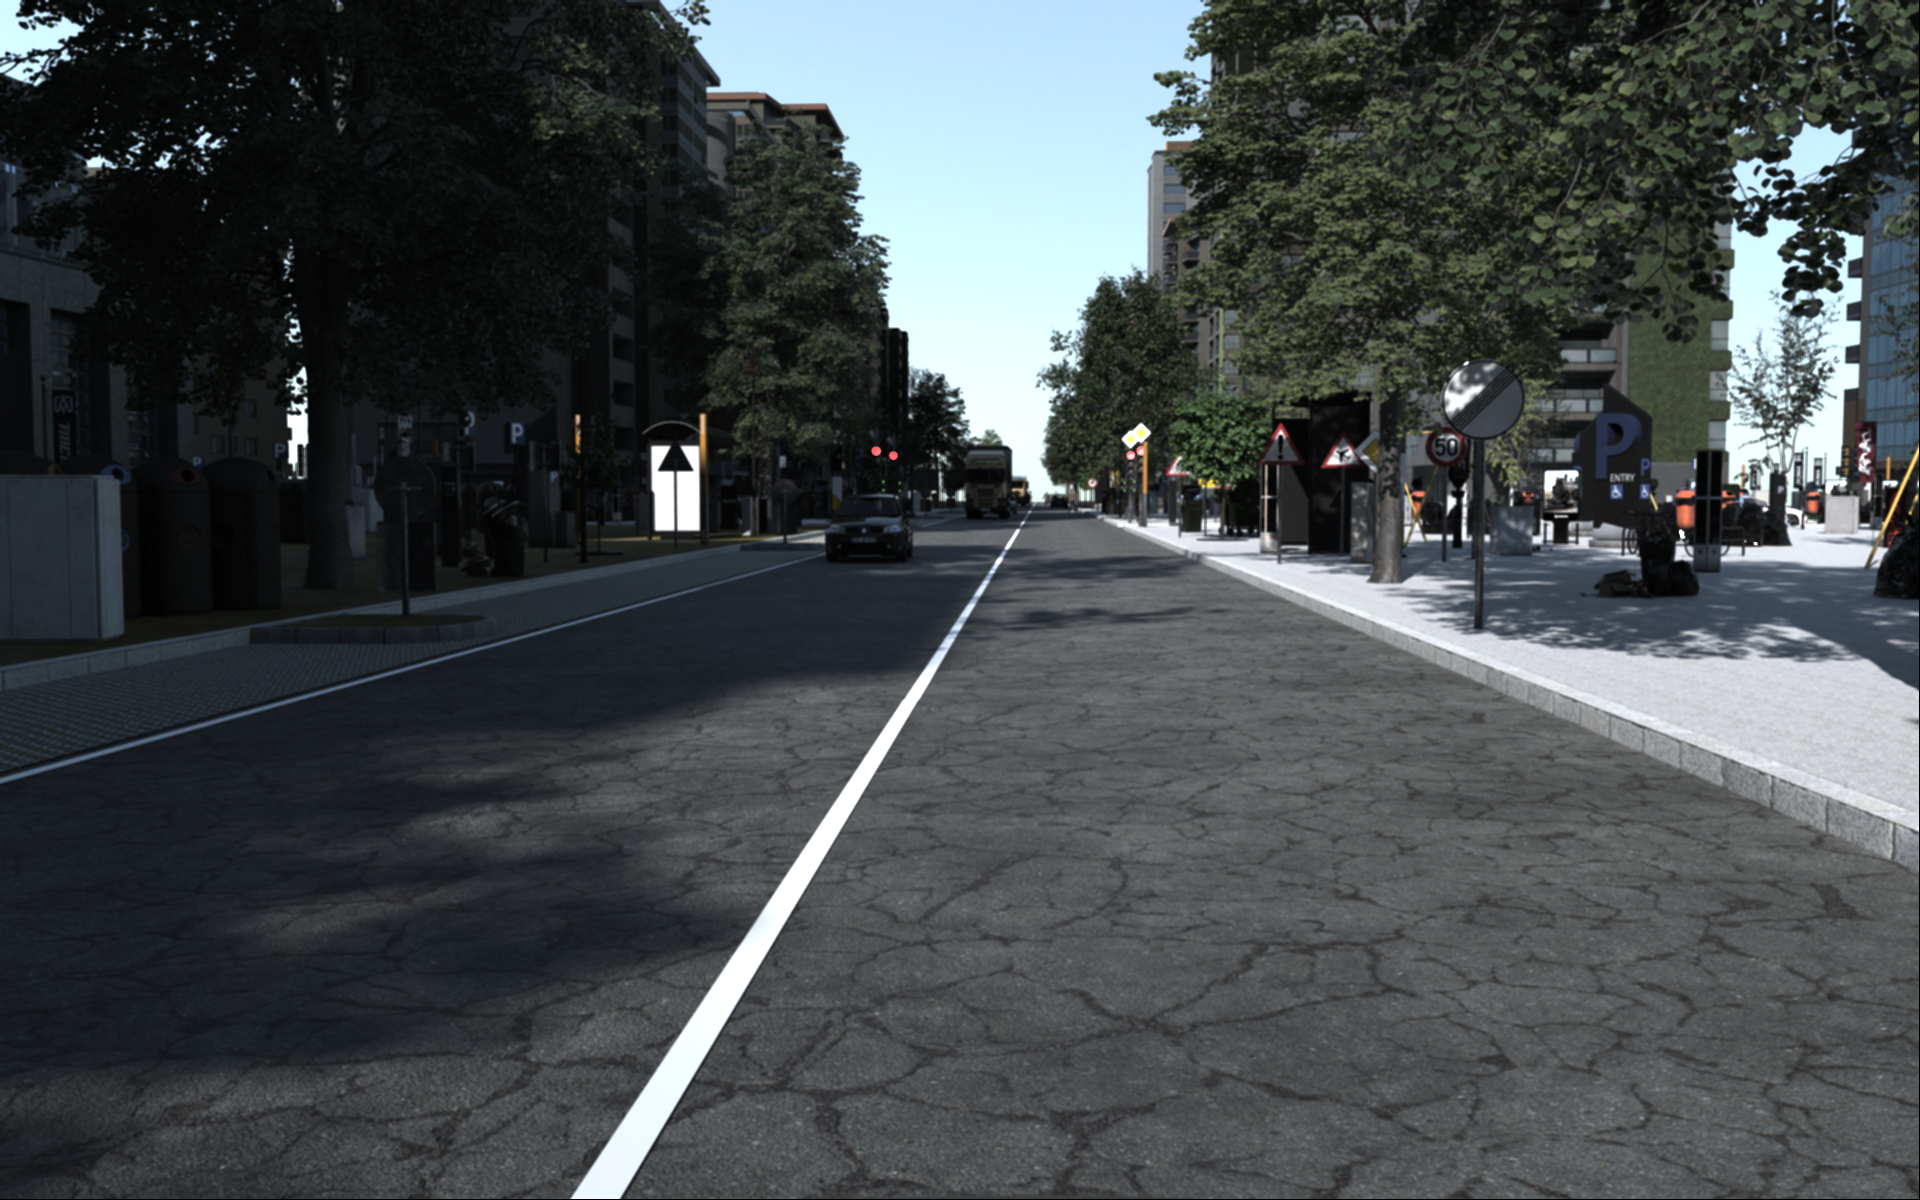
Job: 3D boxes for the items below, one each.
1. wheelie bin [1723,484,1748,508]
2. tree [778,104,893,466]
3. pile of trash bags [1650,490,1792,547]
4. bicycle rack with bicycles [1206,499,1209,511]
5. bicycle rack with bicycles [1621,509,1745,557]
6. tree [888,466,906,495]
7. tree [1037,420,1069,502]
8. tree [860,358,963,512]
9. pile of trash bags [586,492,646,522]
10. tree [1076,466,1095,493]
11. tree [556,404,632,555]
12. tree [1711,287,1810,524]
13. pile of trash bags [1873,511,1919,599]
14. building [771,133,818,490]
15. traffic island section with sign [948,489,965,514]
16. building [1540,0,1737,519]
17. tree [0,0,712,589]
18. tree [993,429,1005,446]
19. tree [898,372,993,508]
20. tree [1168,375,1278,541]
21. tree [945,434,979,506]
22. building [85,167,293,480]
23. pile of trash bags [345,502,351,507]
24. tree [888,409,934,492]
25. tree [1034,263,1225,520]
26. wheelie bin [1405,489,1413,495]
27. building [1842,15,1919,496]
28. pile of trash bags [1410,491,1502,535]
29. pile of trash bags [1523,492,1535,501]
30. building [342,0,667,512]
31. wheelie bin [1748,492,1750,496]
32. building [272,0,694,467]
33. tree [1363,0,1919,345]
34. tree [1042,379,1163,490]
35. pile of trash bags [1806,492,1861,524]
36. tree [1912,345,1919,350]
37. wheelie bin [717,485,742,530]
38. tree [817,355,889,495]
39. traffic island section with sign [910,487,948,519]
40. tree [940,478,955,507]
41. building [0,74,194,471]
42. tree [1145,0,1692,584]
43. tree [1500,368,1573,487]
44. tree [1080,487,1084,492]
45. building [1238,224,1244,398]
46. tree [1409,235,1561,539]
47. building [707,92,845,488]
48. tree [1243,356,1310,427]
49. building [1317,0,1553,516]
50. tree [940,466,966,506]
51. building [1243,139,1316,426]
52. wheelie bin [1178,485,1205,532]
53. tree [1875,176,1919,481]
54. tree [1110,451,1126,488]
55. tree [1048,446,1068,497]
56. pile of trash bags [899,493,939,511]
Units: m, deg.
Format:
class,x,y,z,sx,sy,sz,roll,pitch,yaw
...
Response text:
class,x,y,z,sx,sy,sz,roll,pitch,yaw
wheelie bin,23.918,-2.824,54.076,0.980,1.594,0.693,1,4,18
tree,-6.659,-9.281,58.398,9.857,13.997,8.962,0,3,0
pile of trash bags,18.823,-2.017,42.729,3.447,1.369,1.912,-2,4,-32
bicycle rack with bicycles,18.273,-6.499,119.639,2.852,0.926,2.925,-1,4,-16
bicycle rack with bicycles,14.810,-1.379,35.922,2.925,0.926,2.852,-3,5,-43
tree,-4.387,-6.882,107.115,1.663,3.219,1.824,0,3,0
tree,17.705,-22.843,283.852,12.009,13.543,11.850,0,3,0
tree,-3.575,-11.341,119.830,8.767,10.594,7.601,2,4,34
pile of trash bags,-15.941,-4.309,80.206,3.447,1.369,1.912,2,4,28
tree,11.996,-10.634,157.585,4.285,4.588,4.351,0,3,0
tree,-7.593,-2.580,36.789,1.663,3.219,1.824,0,3,0
tree,28.408,-6.685,59.667,4.360,8.622,3.978,0,3,0
pile of trash bags,13.182,-0.691,21.049,3.447,1.369,1.912,0,4,0
building,-30.328,-28.937,165.006,32.217,40.220,23.993,0,4,3
traffic island section with sign,-0.626,-7.226,126.777,1.989,1.847,2.006,0,4,3
building,32.255,-25.073,93.540,14.086,41.232,14.154,0,4,3
tree,-8.563,-7.143,23.437,9.857,13.997,8.962,0,3,0
tree,5.221,-23.411,300.890,7.486,12.596,7.792,0,3,0
tree,-2.466,-14.896,161.682,7.486,12.596,7.792,0,3,0
tree,7.234,-3.925,47.884,4.285,4.588,4.351,0,3,0
tree,-0.032,-14.455,186.698,4.737,8.622,4.395,0,3,0
building,-61.606,-16.037,107.245,28.899,21.520,27.650,0,4,3
pile of trash bags,-23.198,-3.177,61.696,3.447,1.369,1.912,-2,4,-33
tree,-3.527,-11.388,136.558,4.360,8.622,3.978,0,3,0
tree,8.534,-10.363,86.444,9.611,12.733,9.660,0,3,0
wheelie bin,27.602,-6.040,106.662,0.693,1.594,0.980,2,4,35
building,58.817,-27.139,93.838,14.200,45.320,14.600,0,4,3
pile of trash bags,15.656,-2.832,56.062,1.912,1.369,3.447,-1,4,-20
pile of trash bags,23.517,-4.060,76.129,3.447,1.369,1.912,0,3,0
building,-25.087,-19.945,97.803,14.160,30.474,14.107,0,4,3
wheelie bin,49.464,-6.210,109.433,0.693,1.594,0.980,-2,4,-26
building,-32.726,-27.018,133.618,32.217,40.220,23.993,0,4,3
tree,6.125,-6.279,9.319,9.857,13.997,8.962,0,3,0
tree,10.710,-11.399,120.793,7.601,10.594,8.767,2,4,24
pile of trash bags,38.130,-4.002,75.181,3.447,1.369,1.912,-1,4,-21
tree,31.879,-8.077,50.194,7.486,12.596,7.792,0,3,0
wheelie bin,-8.396,-3.357,62.798,0.980,1.594,0.693,0,4,-5
tree,-5.373,-8.341,86.742,4.737,8.622,4.395,0,3,0
traffic island section with sign,-1.900,-5.548,99.334,1.989,1.847,2.006,0,4,3
tree,-1.121,-11.161,177.081,1.663,3.219,1.824,0,3,0
building,-41.118,-44.721,43.855,31.000,86.520,22.319,0,4,3
tree,6.362,-6.537,25.008,7.486,12.596,7.792,0,3,0
tree,27.310,-8.194,84.333,4.360,8.622,3.978,0,3,0
tree,13.875,-13.892,177.499,4.360,8.622,3.978,0,3,0
building,34.131,-24.332,169.527,14.160,30.474,14.107,0,4,3
tree,14.425,-6.030,48.955,4.737,8.622,4.395,0,3,0
building,-24.587,-32.835,191.470,22.147,44.769,28.867,0,4,3
tree,16.459,-8.534,89.894,4.737,8.622,4.395,0,3,0
building,31.730,-26.747,120.904,14.154,41.232,14.086,0,4,3
tree,-0.567,-12.106,181.639,4.285,4.588,4.351,0,3,0
building,31.666,-22.729,143.315,14.160,30.474,14.107,0,4,3
wheelie bin,7.840,-3.082,58.304,0.980,1.594,0.693,0,4,-5
tree,21.606,-5.319,37.332,4.360,8.622,3.978,0,3,0
tree,11.543,-10.881,128.271,4.737,8.622,4.395,0,3,0
tree,18.621,-22.779,298.190,9.928,11.665,9.643,0,3,0
pile of trash bags,-3.416,-7.884,138.649,3.447,1.369,1.912,0,4,3
